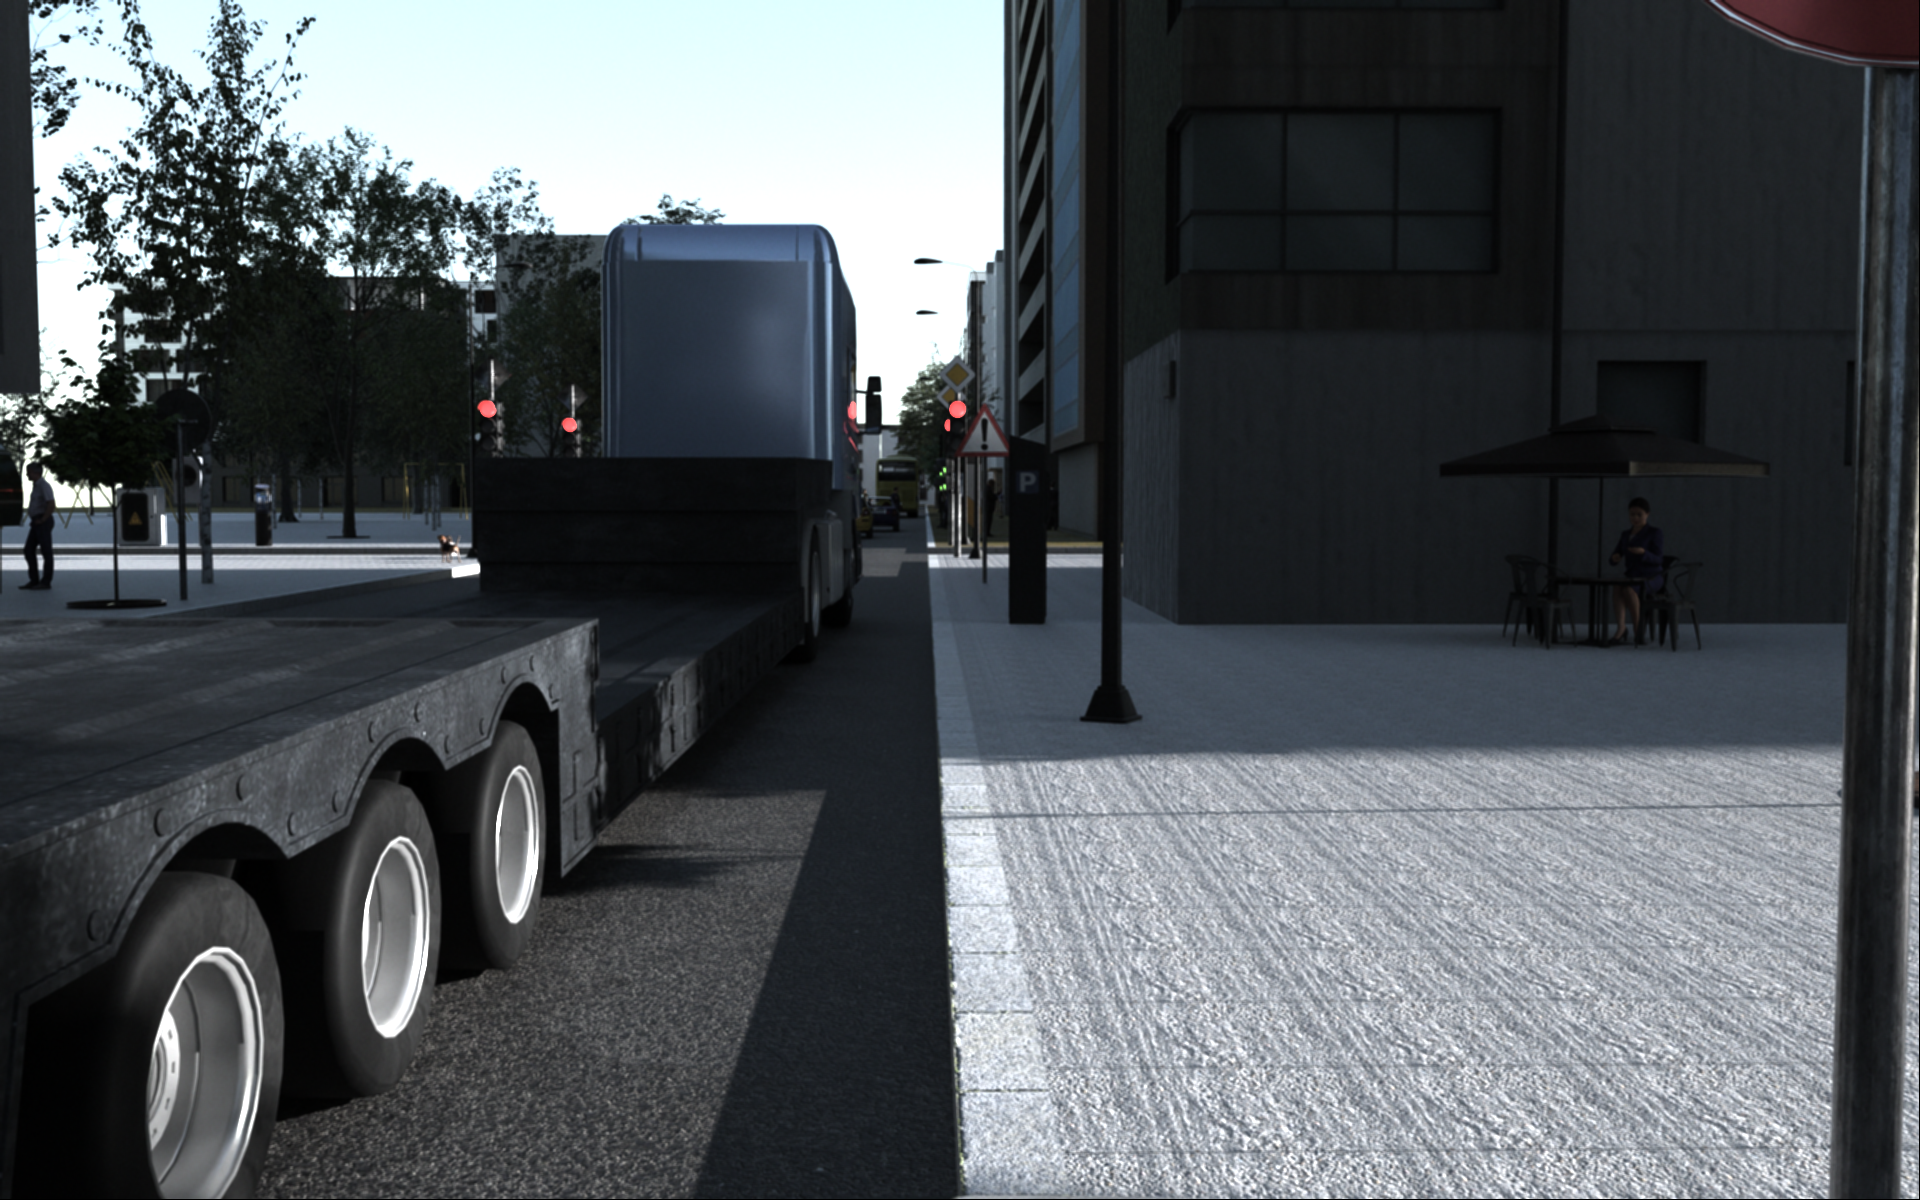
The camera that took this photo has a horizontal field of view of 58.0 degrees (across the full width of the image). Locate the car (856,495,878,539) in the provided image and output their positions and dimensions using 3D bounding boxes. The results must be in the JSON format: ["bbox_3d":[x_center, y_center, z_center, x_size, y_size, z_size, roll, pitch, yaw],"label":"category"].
[{"bbox_3d":[-3.721,-2.871,57.166,2.015,1.641,3.980,0,4,-2],"label":"car"}]

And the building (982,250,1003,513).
[{"bbox_3d":[9.673,-16.403,124.615,16.016,20.091,11.380,0,4,-1],"label":"building"}]

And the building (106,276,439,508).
[{"bbox_3d":[-65.301,-20.336,176.469,32.646,21.610,27.936,0,4,-1],"label":"building"}]

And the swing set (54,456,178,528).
[{"bbox_3d":[-31.771,-4.154,65.540,2.862,2.851,3.119,1,4,12],"label":"swing set"}]

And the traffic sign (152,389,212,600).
[{"bbox_3d":[-9.421,-1.274,20.943,0.768,2.556,0.104,0,4,5],"label":"traffic sign"}]

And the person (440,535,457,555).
[{"bbox_3d":[-11.006,-1.122,37.326,0.357,0.543,0.381,0,4,1],"label":"person"}]

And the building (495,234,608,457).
[{"bbox_3d":[-23.496,-16.364,134.006,16.747,18.905,31.486,0,4,-1],"label":"building"}]

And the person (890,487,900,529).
[{"bbox_3d":[-2.663,-3.775,71.148,0.541,1.710,0.530,-3,4,-39],"label":"person"}]

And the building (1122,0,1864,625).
[{"bbox_3d":[9.015,-15.374,23.059,14.160,30.474,14.107,0,4,-1],"label":"building"}]

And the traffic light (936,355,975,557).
[{"bbox_3d":[-0.072,-2.825,35.117,0.839,4.253,0.868,0,4,-1],"label":"traffic light"}]

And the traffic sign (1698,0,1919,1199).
[{"bbox_3d":[1.140,-0.124,2.129,0.768,2.556,0.104,1,4,8],"label":"traffic sign"}]

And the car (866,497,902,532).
[{"bbox_3d":[-3.204,-3.340,67.192,1.945,1.354,3.894,0,4,-2],"label":"car"}]

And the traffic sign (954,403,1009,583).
[{"bbox_3d":[0.354,-1.520,24.862,0.884,2.594,0.081,0,4,4],"label":"traffic sign"}]

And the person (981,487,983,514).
[{"bbox_3d":[1.420,-6.353,110.858,0.756,1.711,0.436,1,4,9],"label":"person"}]

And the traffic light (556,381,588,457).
[{"bbox_3d":[-9.574,-3.301,42.894,0.839,4.253,0.868,0,4,-1],"label":"traffic light"}]

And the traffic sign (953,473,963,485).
[{"bbox_3d":[-0.074,-4.949,83.049,0.606,2.300,0.079,0,4,8],"label":"traffic sign"}]

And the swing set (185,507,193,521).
[{"bbox_3d":[-37.991,-5.158,81.959,2.862,2.851,3.119,-1,4,-20],"label":"swing set"}]

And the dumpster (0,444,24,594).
[{"bbox_3d":[-9.513,-0.783,15.294,1.502,2.255,1.985,0,4,-1],"label":"dumpster"}]

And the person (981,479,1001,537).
[{"bbox_3d":[0.935,-2.787,52.294,0.600,1.739,0.565,-3,4,-37],"label":"person"}]

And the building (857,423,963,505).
[{"bbox_3d":[-9.557,-16.354,209.533,28.070,9.664,9.099,0,4,-1],"label":"building"}]

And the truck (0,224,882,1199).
[{"bbox_3d":[-2.451,-1.331,11.525,2.967,4.110,18.799,0,4,1],"label":"truck"}]

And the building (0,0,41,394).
[{"bbox_3d":[-21.512,-20.721,22.382,14.086,41.232,14.154,0,4,-1],"label":"building"}]

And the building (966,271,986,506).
[{"bbox_3d":[14.538,-20.283,175.599,27.936,21.610,32.646,0,4,-1],"label":"building"}]

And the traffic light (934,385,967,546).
[{"bbox_3d":[-0.235,-3.314,43.100,0.839,4.253,0.868,0,4,-1],"label":"traffic light"}]

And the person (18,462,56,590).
[{"bbox_3d":[-12.406,-0.996,23.263,0.436,1.711,0.756,-2,4,-34],"label":"person"}]

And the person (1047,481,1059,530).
[{"bbox_3d":[3.358,-3.346,61.550,0.742,1.727,0.445,-3,5,-45],"label":"person"}]

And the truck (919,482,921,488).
[{"bbox_3d":[-5.463,-11.570,178.089,2.839,4.237,11.283,0,4,-1],"label":"truck"}]

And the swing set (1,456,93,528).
[{"bbox_3d":[-38.505,-4.598,72.797,3.119,2.851,2.862,3,5,41],"label":"swing set"}]

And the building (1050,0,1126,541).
[{"bbox_3d":[10.306,-24.608,52.448,14.200,45.320,14.600,0,4,-1],"label":"building"}]

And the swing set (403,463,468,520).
[{"bbox_3d":[-26.711,-5.557,88.483,3.119,2.851,2.862,-1,4,-22],"label":"swing set"}]

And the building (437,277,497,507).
[{"bbox_3d":[-32.656,-20.360,176.858,32.646,21.610,27.936,0,4,-1],"label":"building"}]

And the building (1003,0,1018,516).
[{"bbox_3d":[13.072,-34.309,102.951,21.231,58.520,28.212,0,4,-1],"label":"building"}]

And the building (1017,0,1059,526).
[{"bbox_3d":[13.801,-27.771,77.759,21.300,48.544,21.600,0,4,-1],"label":"building"}]

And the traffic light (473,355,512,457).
[{"bbox_3d":[-9.411,-2.813,34.911,0.839,4.253,0.868,0,4,-1],"label":"traffic light"}]

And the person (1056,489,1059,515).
[{"bbox_3d":[3.952,-3.730,67.728,0.576,1.737,0.504,0,4,6],"label":"person"}]

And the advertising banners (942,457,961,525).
[{"bbox_3d":[-0.350,-4.564,70.813,0.090,3.025,2.074,-1,4,-22],"label":"advertising banners"}]

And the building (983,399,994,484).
[{"bbox_3d":[6.823,-12.437,145.500,9.099,9.664,28.070,0,4,-1],"label":"building"}]
